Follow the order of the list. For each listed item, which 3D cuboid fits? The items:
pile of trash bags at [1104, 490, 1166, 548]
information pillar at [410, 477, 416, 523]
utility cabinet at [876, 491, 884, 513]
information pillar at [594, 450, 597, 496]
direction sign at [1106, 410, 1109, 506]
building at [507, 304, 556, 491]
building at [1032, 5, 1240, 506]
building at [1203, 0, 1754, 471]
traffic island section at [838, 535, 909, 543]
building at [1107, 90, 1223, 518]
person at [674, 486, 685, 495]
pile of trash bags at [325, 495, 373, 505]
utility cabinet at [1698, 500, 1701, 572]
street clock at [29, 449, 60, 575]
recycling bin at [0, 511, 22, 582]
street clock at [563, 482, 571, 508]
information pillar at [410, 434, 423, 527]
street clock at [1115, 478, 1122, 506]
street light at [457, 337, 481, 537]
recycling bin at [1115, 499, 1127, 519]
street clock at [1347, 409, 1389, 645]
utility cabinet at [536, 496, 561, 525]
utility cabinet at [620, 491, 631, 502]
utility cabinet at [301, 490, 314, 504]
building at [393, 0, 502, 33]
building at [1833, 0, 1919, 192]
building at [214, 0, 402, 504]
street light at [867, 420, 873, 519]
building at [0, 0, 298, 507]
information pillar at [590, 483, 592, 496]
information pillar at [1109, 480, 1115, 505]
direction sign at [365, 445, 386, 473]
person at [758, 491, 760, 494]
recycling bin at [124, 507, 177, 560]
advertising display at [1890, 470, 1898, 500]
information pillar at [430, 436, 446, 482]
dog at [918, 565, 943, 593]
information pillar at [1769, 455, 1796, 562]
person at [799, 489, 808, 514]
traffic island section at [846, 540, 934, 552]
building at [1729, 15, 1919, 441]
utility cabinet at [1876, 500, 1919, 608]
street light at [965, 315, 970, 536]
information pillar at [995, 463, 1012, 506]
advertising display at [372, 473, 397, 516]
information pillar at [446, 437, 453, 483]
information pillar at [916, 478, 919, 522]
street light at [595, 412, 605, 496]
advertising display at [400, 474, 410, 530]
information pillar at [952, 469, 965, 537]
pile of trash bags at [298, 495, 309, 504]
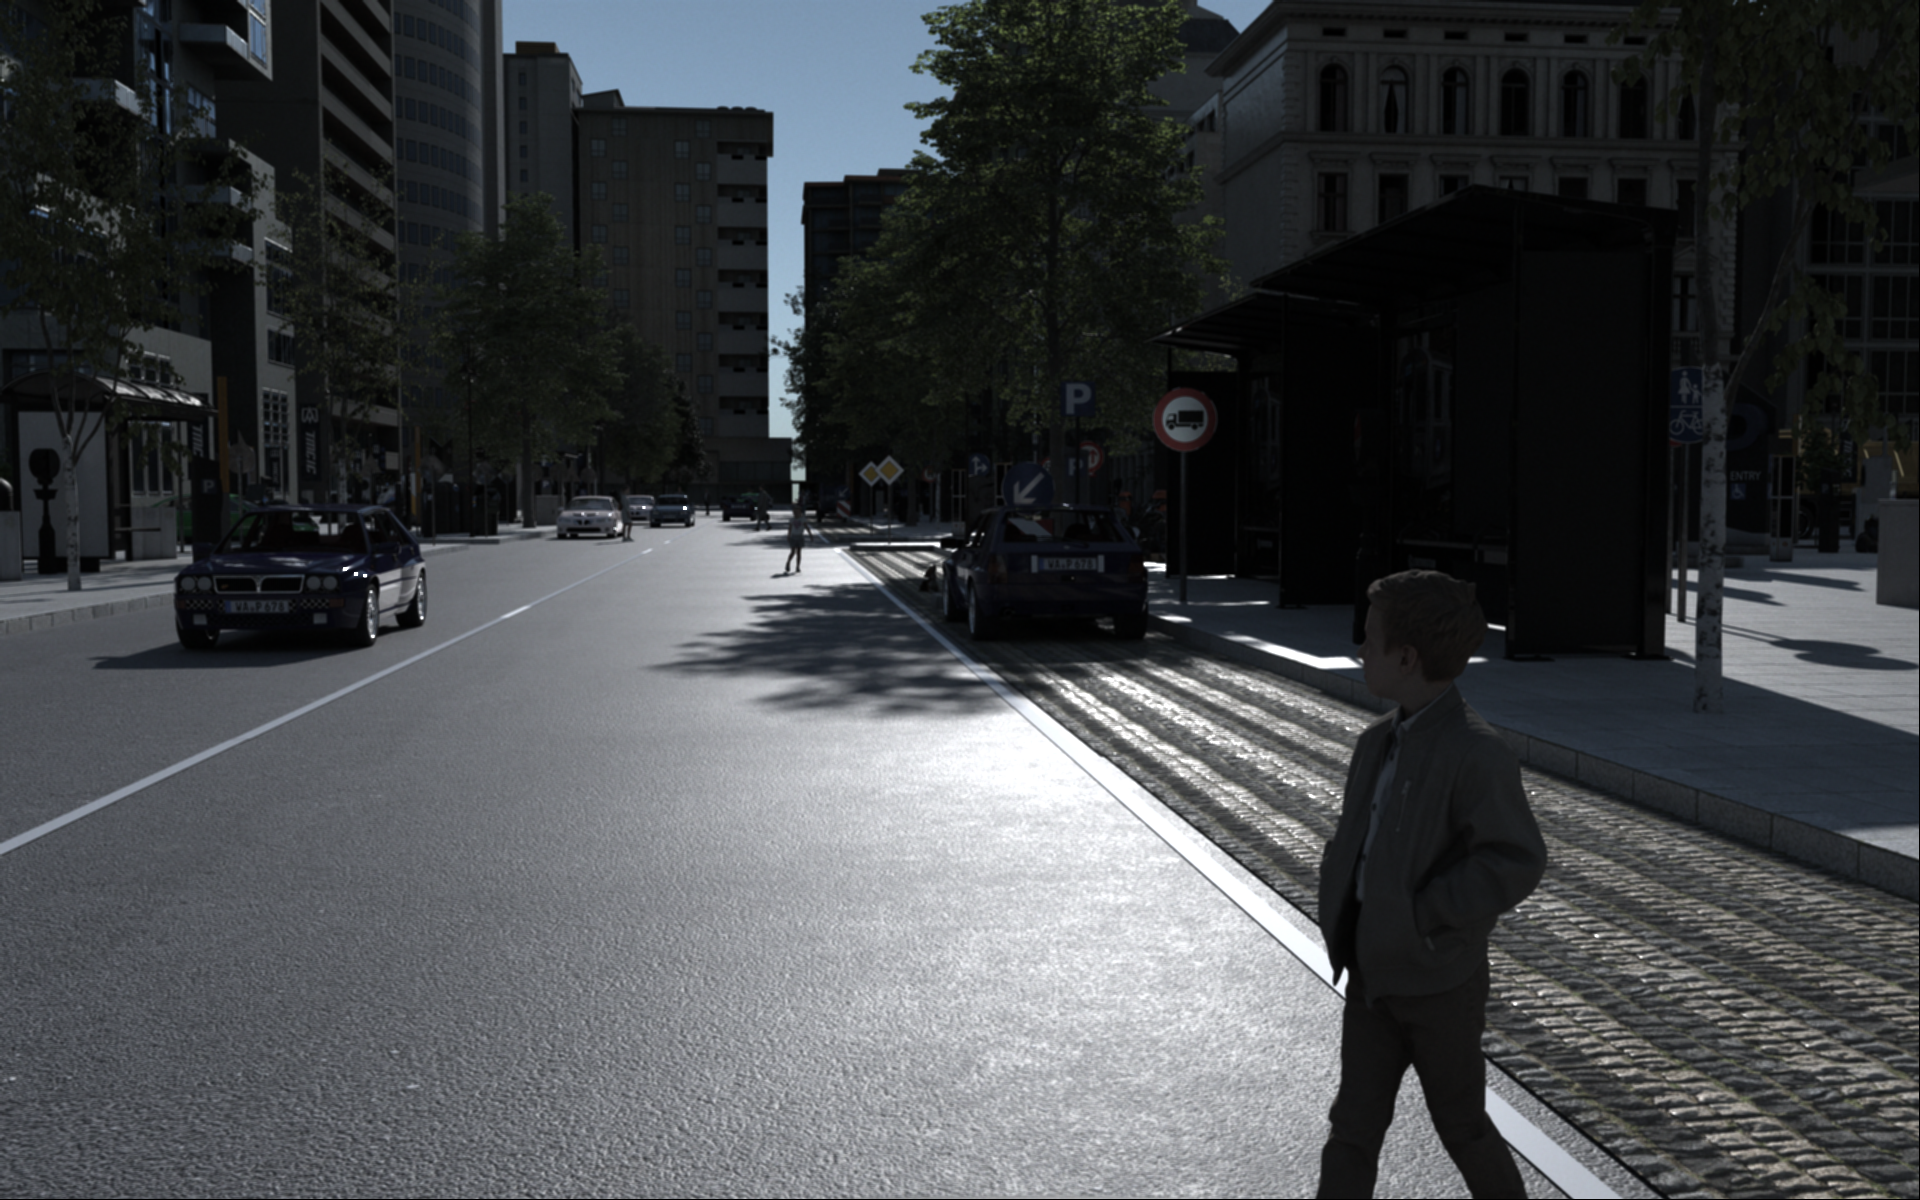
[{"bbox_3d":[3.950,-1.683,37.273,1.912,1.369,3.447,1,4,22],"label":"pile of trash bags"},{"bbox_3d":[-23.646,-4.323,75.177,0.304,2.012,0.304,3,5,41],"label":"information pillar"},{"bbox_3d":[-5.793,-6.698,118.193,1.173,1.500,0.318,0,4,1],"label":"utility cabinet"},{"bbox_3d":[-19.451,-6.181,92.417,0.183,3.616,0.504,0,4,-6],"label":"information pillar"},{"bbox_3d":[3.786,-3.206,44.423,0.379,3.537,0.876,0,4,8],"label":"direction sign"},{"bbox_3d":[-56.308,-19.928,170.869,28.899,21.520,27.650,0,4,-6],"label":"building"},{"bbox_3d":[12.455,-20.602,114.335,11.434,29.767,29.804,0,4,-6],"label":"building"},{"bbox_3d":[21.314,-14.940,73.143,19.941,23.489,11.050,0,4,-6],"label":"building"},{"bbox_3d":[-2.649,-1.834,52.264,2.009,0.180,2.903,0,4,-6],"label":"traffic island section"},{"bbox_3d":[14.441,-14.450,91.003,10.420,20.320,16.860,0,4,-6],"label":"building"},{"bbox_3d":[-14.026,-4.765,86.514,0.694,1.812,0.767,-1,4,-23],"label":"person"},{"bbox_3d":[-26.710,-4.092,76.663,3.447,1.369,1.912,2,4,30],"label":"pile of trash bags"},{"bbox_3d":[12.153,-1.033,28.059,0.306,1.237,1.020,2,4,26],"label":"utility cabinet"},{"bbox_3d":[-14.591,-1.412,27.652,0.358,2.002,0.471,0,4,5],"label":"street clock"},{"bbox_3d":[-14.374,-0.793,25.517,0.722,1.027,0.722,2,4,30],"label":"recycling bin"},{"bbox_3d":[-17.743,-4.509,78.298,0.358,2.002,0.471,-2,4,-33],"label":"street clock"},{"bbox_3d":[-21.183,-4.663,67.589,0.504,3.616,0.183,1,4,15],"label":"information pillar"},{"bbox_3d":[7.178,-4.515,78.389,0.358,2.002,0.471,-1,4,-8],"label":"street clock"},{"bbox_3d":[-14.447,-4.790,51.101,0.468,5.910,1.993,0,4,-6],"label":"street light"},{"bbox_3d":[8.331,-4.793,90.924,0.722,1.027,0.722,-1,4,-11],"label":"recycling bin"},{"bbox_3d":[3.474,-0.624,14.765,0.358,2.002,0.471,0,4,2],"label":"street clock"},{"bbox_3d":[-16.948,-3.680,71.335,1.020,1.237,0.306,-1,4,-14],"label":"utility cabinet"},{"bbox_3d":[-20.959,-6.104,108.485,0.318,1.500,1.173,0,4,6],"label":"utility cabinet"},{"bbox_3d":[-37.802,-5.606,100.336,0.318,1.500,1.173,0,4,-2],"label":"utility cabinet"},{"bbox_3d":[-48.681,-36.345,136.237,21.231,58.520,28.212,0,4,-6],"label":"building"},{"bbox_3d":[30.399,-26.263,18.647,28.713,52.752,27.495,0,4,-6],"label":"building"},{"bbox_3d":[-48.857,-29.714,109.525,21.300,48.544,21.600,0,4,-6],"label":"building"},{"bbox_3d":[-4.490,-7.013,87.444,0.468,5.910,1.993,0,4,-6],"label":"street light"},{"bbox_3d":[-43.178,-46.598,74.544,22.319,86.520,31.000,0,4,-6],"label":"building"},{"bbox_3d":[-20.186,-5.481,94.107,0.304,2.012,0.304,1,4,12],"label":"information pillar"},{"bbox_3d":[7.892,-5.243,90.217,0.304,2.012,0.304,3,4,36],"label":"information pillar"},{"bbox_3d":[-26.870,-5.364,79.704,0.876,3.537,0.379,-1,4,-20],"label":"direction sign"},{"bbox_3d":[-18.611,-9.274,160.794,0.551,1.740,0.621,3,5,42],"label":"person"},{"bbox_3d":[-16.011,-1.327,34.247,0.722,1.027,0.722,2,4,34],"label":"recycling bin"},{"bbox_3d":[24.772,-2.514,46.325,0.974,1.923,0.123,-3,4,-36],"label":"advertising display"},{"bbox_3d":[-21.287,-4.834,70.397,0.504,3.616,0.183,0,4,4],"label":"information pillar"},{"bbox_3d":[-0.372,-0.313,25.318,0.550,0.427,0.748,2,4,25],"label":"dog"},{"bbox_3d":[15.604,-1.735,32.864,0.304,2.012,0.304,0,4,-2],"label":"information pillar"},{"bbox_3d":[-11.352,-7.158,125.553,0.660,1.820,0.620,-1,4,-13],"label":"person"},{"bbox_3d":[-1.785,-1.348,44.326,2.009,0.180,2.903,0,4,-6],"label":"traffic island section"},{"bbox_3d":[46.221,-15.819,77.706,30.058,24.678,14.314,0,4,-6],"label":"building"},{"bbox_3d":[10.916,-0.521,19.677,0.306,1.237,1.020,-1,4,-13],"label":"utility cabinet"},{"bbox_3d":[0.180,-4.343,43.799,0.468,5.910,1.993,0,4,-6],"label":"street light"},{"bbox_3d":[1.040,-2.245,41.197,0.304,2.012,0.304,2,4,33],"label":"information pillar"},{"bbox_3d":[-17.494,-2.902,52.665,0.123,1.923,0.974,1,4,20],"label":"advertising display"},{"bbox_3d":[-21.111,-4.893,71.363,0.183,3.616,0.504,3,5,40],"label":"information pillar"},{"bbox_3d":[-2.081,-4.596,79.631,0.304,2.012,0.304,3,5,43],"label":"information pillar"},{"bbox_3d":[-18.533,-7.132,89.398,0.468,5.910,1.993,0,4,-6],"label":"street light"},{"bbox_3d":[-17.833,-3.086,55.673,0.123,1.923,0.974,-2,4,-26],"label":"advertising display"},{"bbox_3d":[-0.031,-2.892,51.780,0.304,2.012,0.304,2,4,33],"label":"information pillar"},{"bbox_3d":[-37.360,-5.324,96.793,1.912,1.369,3.447,-2,4,-26],"label":"pile of trash bags"}]
